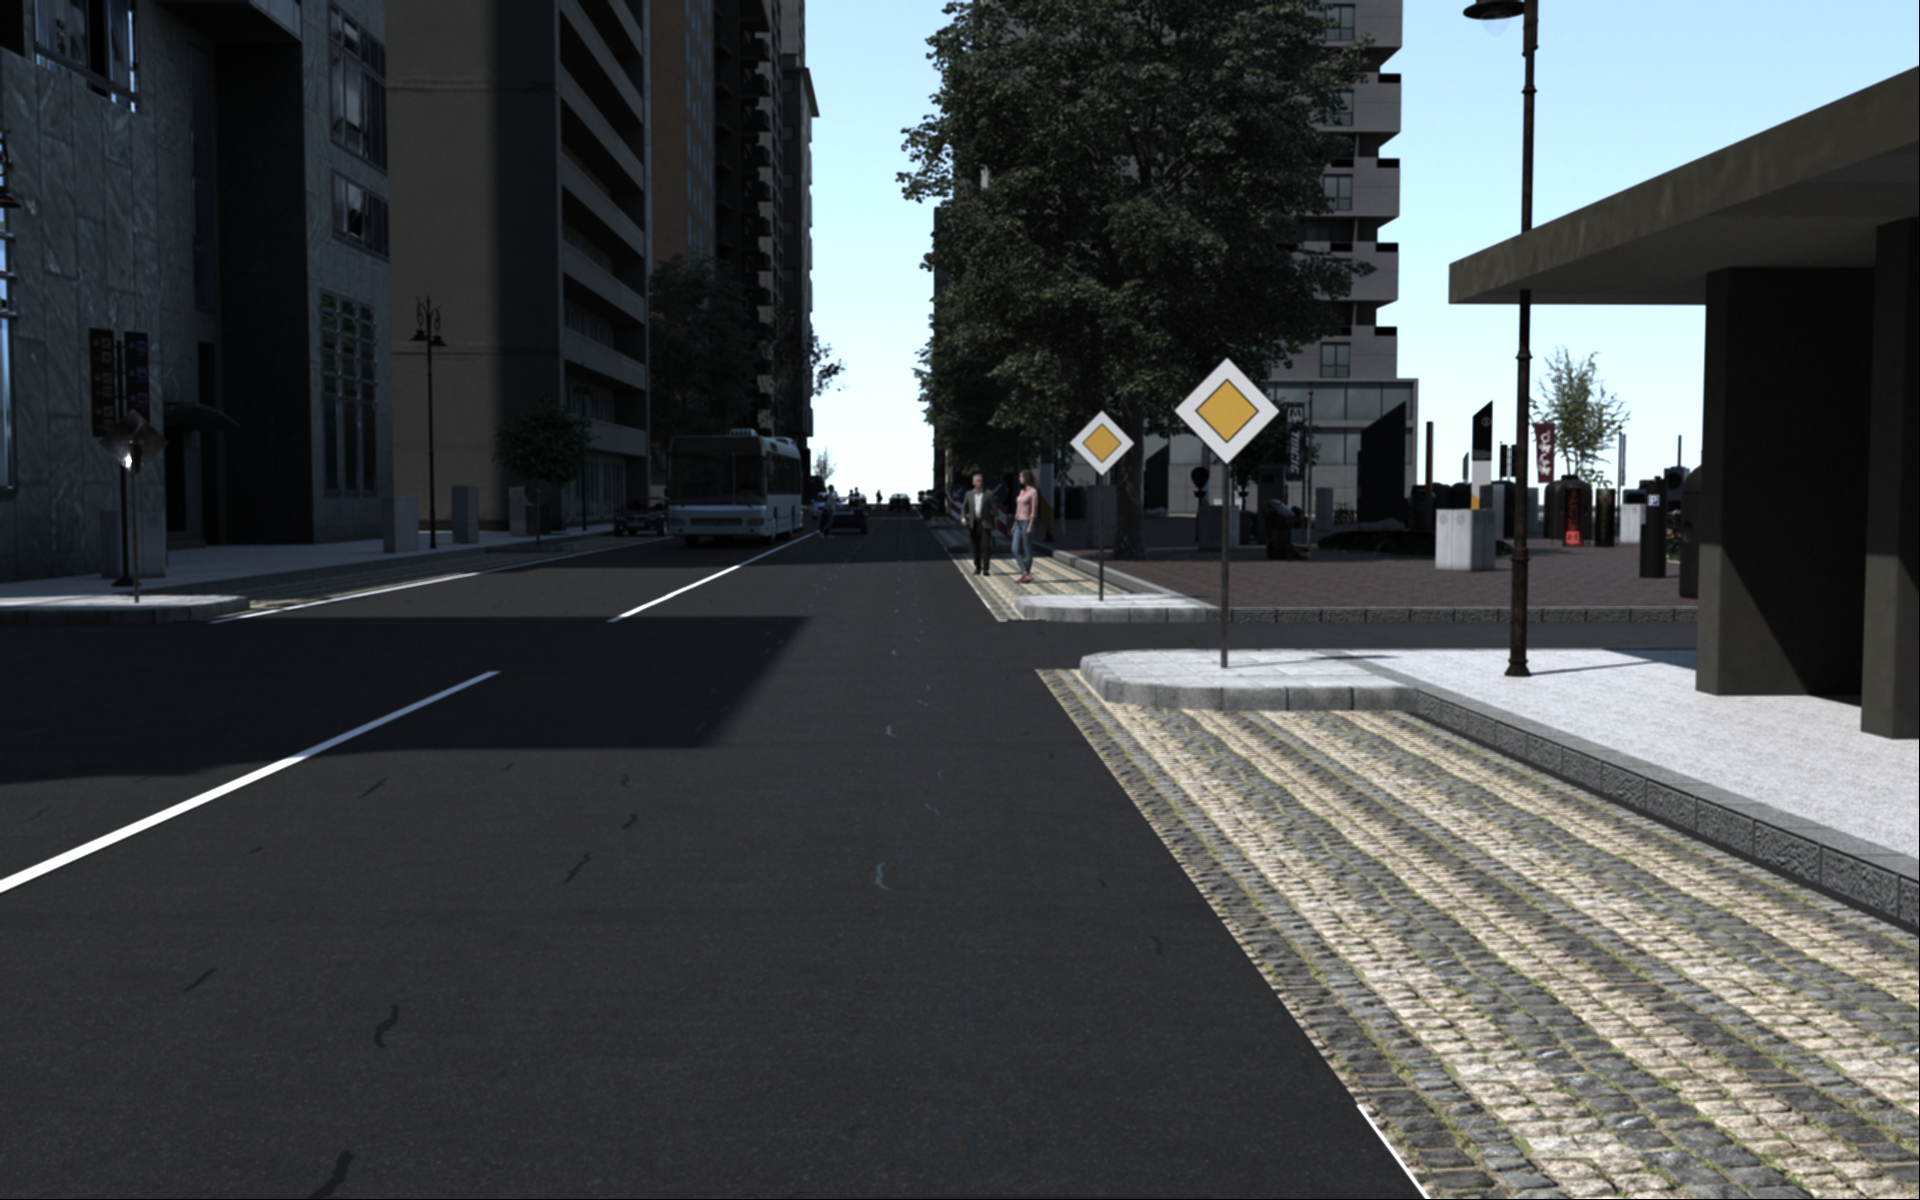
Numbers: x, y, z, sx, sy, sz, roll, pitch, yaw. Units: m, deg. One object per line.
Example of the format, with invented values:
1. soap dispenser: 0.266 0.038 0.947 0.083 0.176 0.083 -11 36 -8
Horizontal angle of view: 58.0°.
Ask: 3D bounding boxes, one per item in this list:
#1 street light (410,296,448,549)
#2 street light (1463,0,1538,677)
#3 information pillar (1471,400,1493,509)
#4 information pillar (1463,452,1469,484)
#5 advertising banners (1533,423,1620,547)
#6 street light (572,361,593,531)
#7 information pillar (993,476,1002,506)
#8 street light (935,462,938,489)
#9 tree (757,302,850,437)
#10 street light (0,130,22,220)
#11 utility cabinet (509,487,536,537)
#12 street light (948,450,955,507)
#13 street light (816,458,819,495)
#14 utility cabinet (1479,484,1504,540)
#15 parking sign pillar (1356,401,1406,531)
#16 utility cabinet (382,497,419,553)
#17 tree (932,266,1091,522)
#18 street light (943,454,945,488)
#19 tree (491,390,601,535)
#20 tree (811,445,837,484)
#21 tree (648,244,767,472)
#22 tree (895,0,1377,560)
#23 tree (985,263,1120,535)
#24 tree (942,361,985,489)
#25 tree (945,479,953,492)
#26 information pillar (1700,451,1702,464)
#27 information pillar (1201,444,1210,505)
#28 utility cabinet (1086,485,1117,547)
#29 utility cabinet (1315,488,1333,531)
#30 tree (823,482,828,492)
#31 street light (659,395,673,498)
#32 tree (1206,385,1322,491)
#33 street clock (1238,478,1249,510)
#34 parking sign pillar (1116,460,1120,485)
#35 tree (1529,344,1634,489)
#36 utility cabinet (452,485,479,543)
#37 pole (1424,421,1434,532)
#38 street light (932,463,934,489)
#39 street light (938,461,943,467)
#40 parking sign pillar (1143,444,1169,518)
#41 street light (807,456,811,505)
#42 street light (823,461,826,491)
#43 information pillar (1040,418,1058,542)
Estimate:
1. street light: -12.386 -4.143 40.533 0.468 5.910 1.993 0 4 -2
2. street light: 3.941 -2.402 12.059 0.468 5.910 1.993 0 4 -2
3. information pillar: 12.950 -3.156 42.952 0.504 3.616 0.183 1 4 14
4. information pillar: 27.882 -6.370 95.512 0.504 3.616 0.183 -3 5 -44
5. advertising banners: 14.973 -2.811 42.152 2.074 3.025 0.090 2 4 35
6. street light: -13.154 -5.365 60.508 0.468 5.910 1.993 0 4 -2
7. information pillar: 1.549 -4.106 71.619 0.304 2.012 0.304 -1 4 -16
8. street light: -2.585 -14.773 214.332 0.468 5.910 1.993 0 4 -2
9. tree: -16.846 -19.117 168.447 12.611 20.169 13.585 0 3 0
10. street light: -11.701 -2.922 20.555 0.468 5.910 1.993 0 4 -2
11. utility cabinet: -13.140 -2.649 51.985 0.318 1.500 1.173 -3 5 -40
12. street light: -0.568 -10.962 152.021 0.468 5.910 1.993 0 4 -2
13. street light: -18.110 -15.147 220.442 0.468 5.910 1.993 0 4 -2
14. utility cabinet: 12.081 -1.879 39.405 0.318 1.500 1.173 2 4 30
15. parking sign pillar: 12.239 -3.784 50.342 1.447 3.967 1.447 0 4 -7
16. utility cabinet: -12.268 -1.641 37.990 0.306 1.237 1.020 1 4 13
17. tree: 2.661 -9.808 78.480 7.486 12.596 7.792 0 3 0
18. street light: -1.157 -12.184 172.002 0.468 5.910 1.993 0 4 -2
19. tree: -13.000 -4.334 54.577 4.285 4.588 4.351 0 3 0
20. tree: -20.207 -18.676 255.712 4.360 8.622 3.978 0 3 0
21. tree: -14.825 -11.177 89.403 9.857 13.997 8.962 0 3 0
22. tree: 3.399 -7.787 33.976 9.857 13.997 8.962 0 3 0
23. tree: 3.431 -6.341 54.038 4.360 8.622 3.978 0 3 0
24. tree: 1.201 -8.555 90.238 4.360 8.622 3.978 0 3 0
25. tree: -0.628 -11.410 181.158 1.663 3.219 1.824 0 3 0
26. information pillar: 12.656 -1.507 29.126 0.304 2.012 0.304 -1 4 -13
27. information pillar: 10.236 -4.941 72.136 0.183 3.616 0.504 -2 4 -30
28. utility cabinet: 3.610 -2.012 41.582 1.173 1.500 0.318 -2 4 -26
29. utility cabinet: 12.694 -3.158 60.314 0.318 1.500 1.173 0 4 -4
30. tree: -20.022 -15.706 251.399 1.663 3.219 1.824 0 3 0
31. street light: -13.684 -6.612 80.894 0.468 5.910 1.993 0 4 -2
32. tree: 9.193 -4.218 52.676 4.285 4.588 4.351 0 3 0
33. street clock: 8.976 -3.077 54.881 0.358 2.002 0.471 1 4 11
34. parking sign pillar: 7.910 -5.984 86.311 1.447 3.967 1.447 2 4 27
35. tree: 29.692 -8.189 84.245 4.737 8.622 4.395 0 3 0
36. utility cabinet: -12.858 -2.224 45.048 0.318 1.500 1.173 -2 4 -35
37. pole: 13.159 -3.348 48.588 0.158 3.312 0.155 0 3 0
38. street light: -3.206 -16.010 234.549 0.468 5.910 1.993 0 4 -2
39. street light: -1.871 -13.515 193.755 0.468 5.910 1.993 0 4 -2
40. parking sign pillar: 10.521 -6.395 93.024 1.447 3.967 1.447 -1 4 -21
41. street light: -17.520 -13.900 200.057 0.468 5.910 1.993 0 4 -2
42. street light: -18.875 -16.422 241.288 0.468 5.910 1.993 0 4 -2
43. information pillar: 2.370 -3.400 46.952 0.183 3.616 0.504 -3 4 -38
